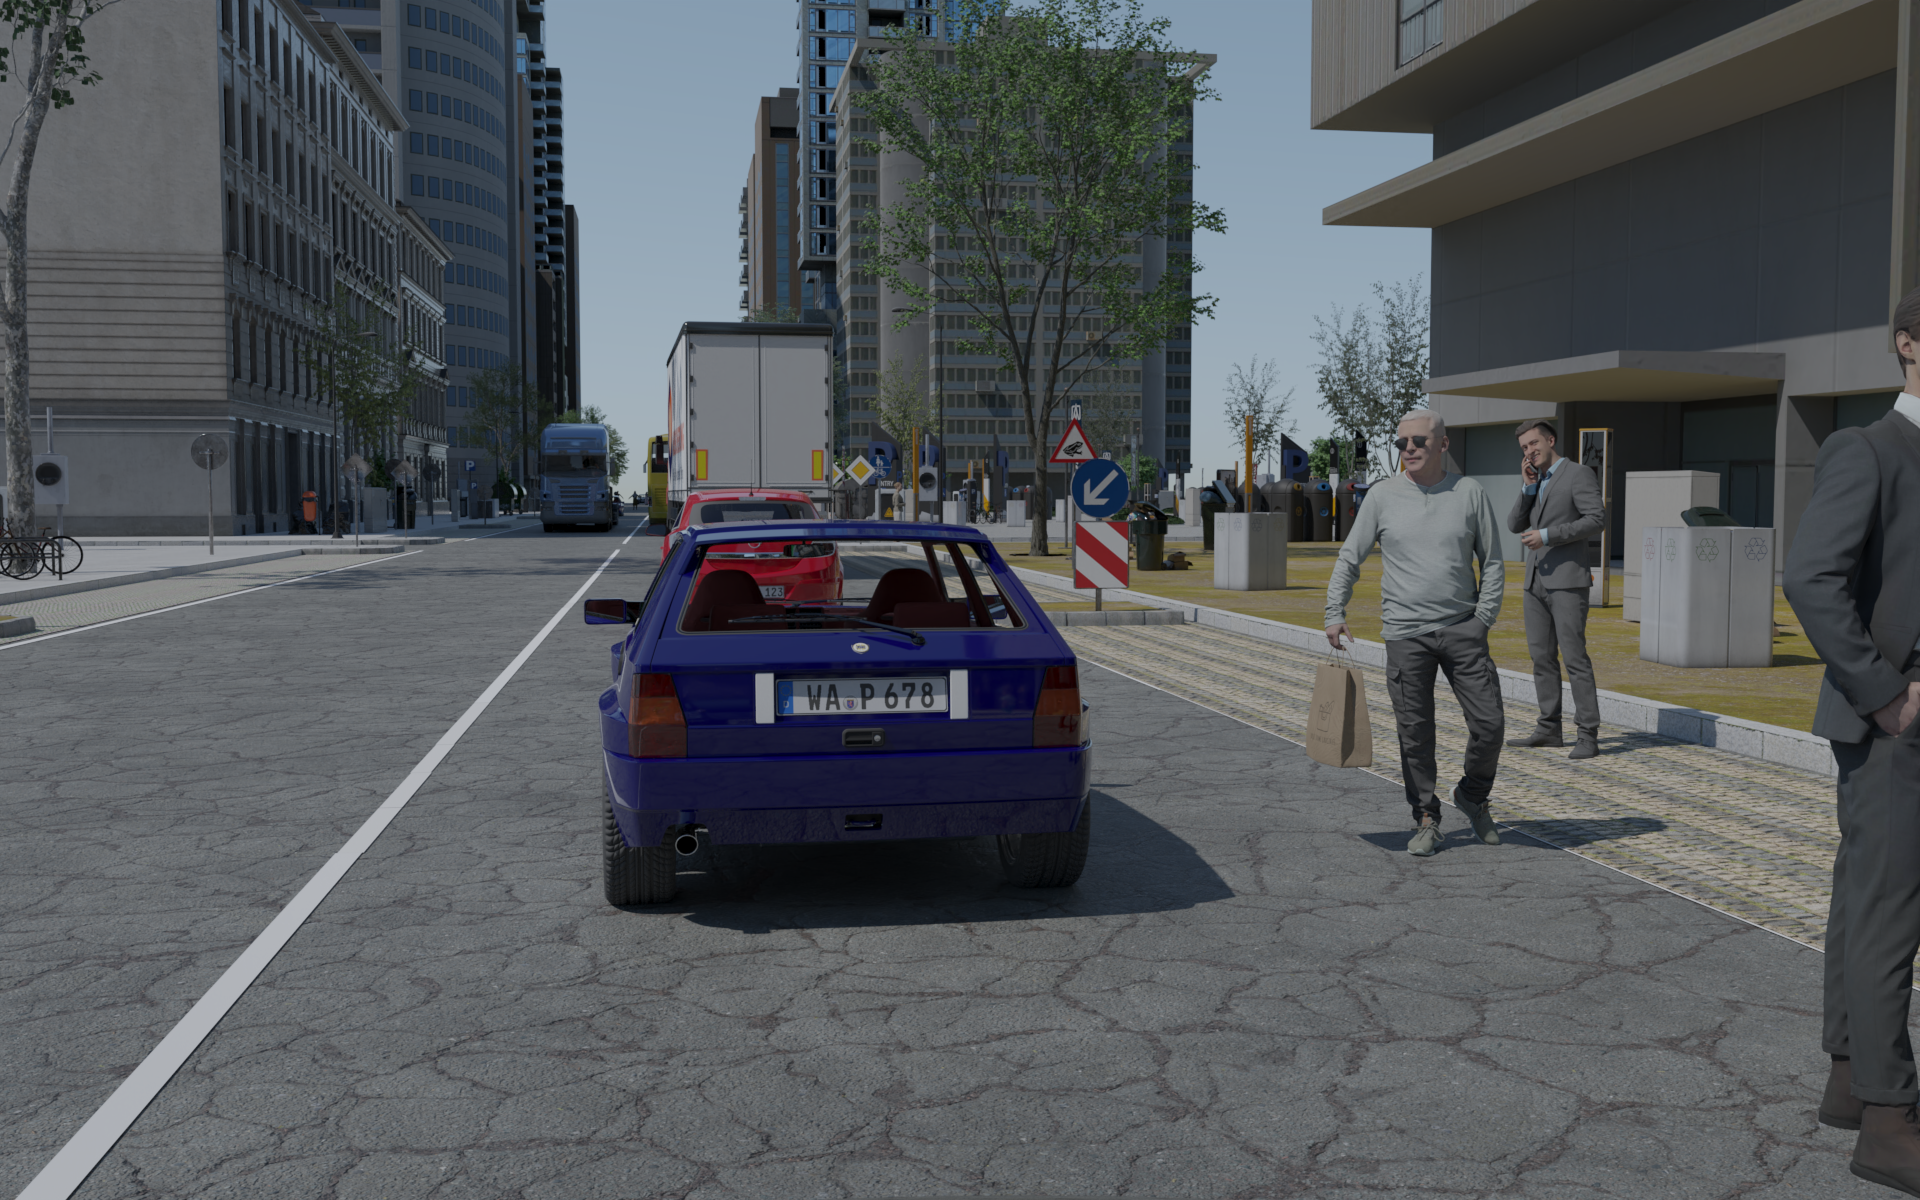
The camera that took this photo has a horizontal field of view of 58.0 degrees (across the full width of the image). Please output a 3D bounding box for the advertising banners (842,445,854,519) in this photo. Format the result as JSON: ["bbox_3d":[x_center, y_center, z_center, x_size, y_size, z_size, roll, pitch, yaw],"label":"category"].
[{"bbox_3d":[-4.118,-4.109,63.377,0.090,3.025,2.074,0,4,7],"label":"advertising banners"}]

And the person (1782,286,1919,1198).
[{"bbox_3d":[2.110,0.252,3.742,0.474,1.900,0.648,3,5,44],"label":"person"}]

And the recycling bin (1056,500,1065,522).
[{"bbox_3d":[4.827,-4.043,78.658,0.722,1.027,0.722,-2,4,-26],"label":"recycling bin"}]

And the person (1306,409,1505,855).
[{"bbox_3d":[1.797,0.123,6.969,0.782,1.767,0.515,1,4,11],"label":"person"}]

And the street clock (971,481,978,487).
[{"bbox_3d":[0.694,-5.380,92.541,0.471,2.002,0.358,-3,4,-36],"label":"street clock"}]

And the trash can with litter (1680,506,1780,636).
[{"bbox_3d":[6.835,-0.239,15.295,0.624,1.170,1.055,-1,4,-12],"label":"trash can with litter"}]

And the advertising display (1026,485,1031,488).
[{"bbox_3d":[4.865,-7.182,122.635,0.123,1.923,0.974,-1,4,-11],"label":"advertising display"}]

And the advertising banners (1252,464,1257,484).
[{"bbox_3d":[17.214,-6.225,97.961,0.090,3.025,2.074,-3,5,-41],"label":"advertising banners"}]

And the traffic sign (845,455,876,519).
[{"bbox_3d":[-2.533,-2.473,44.080,0.795,2.450,0.064,-1,4,-10],"label":"traffic sign"}]

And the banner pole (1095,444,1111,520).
[{"bbox_3d":[7.191,-5.913,86.701,0.863,3.779,0.401,1,4,20],"label":"banner pole"}]

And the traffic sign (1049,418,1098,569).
[{"bbox_3d":[1.943,-1.808,29.558,0.884,2.594,0.081,0,4,-7],"label":"traffic sign"}]

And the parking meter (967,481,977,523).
[{"bbox_3d":[0.543,-4.381,77.341,0.399,1.863,0.255,-2,4,-31],"label":"parking meter"}]

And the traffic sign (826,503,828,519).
[{"bbox_3d":[-5.658,-4.498,73.646,0.768,2.556,0.104,-1,4,-9],"label":"traffic sign"}]

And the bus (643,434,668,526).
[{"bbox_3d":[-11.209,-4.753,69.252,2.896,3.916,12.252,-1,4,-10],"label":"bus"}]

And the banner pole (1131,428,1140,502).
[{"bbox_3d":[6.598,-4.594,65.124,0.401,3.779,0.863,2,4,31],"label":"banner pole"}]

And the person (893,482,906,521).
[{"bbox_3d":[-1.684,-2.400,48.282,0.362,1.759,0.519,-1,4,-9],"label":"person"}]

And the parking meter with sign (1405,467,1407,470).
[{"bbox_3d":[27.399,-6.683,105.525,0.543,3.016,1.738,0,4,-7],"label":"parking meter with sign"}]

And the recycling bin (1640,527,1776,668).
[{"bbox_3d":[5.642,-0.033,13.095,0.722,1.027,0.722,0,4,-3],"label":"recycling bin"}]

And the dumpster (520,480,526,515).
[{"bbox_3d":[-28.061,-6.497,108.725,1.502,2.255,1.985,-1,4,-10],"label":"dumpster"}]

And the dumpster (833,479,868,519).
[{"bbox_3d":[-4.141,-3.699,66.235,1.264,1.857,1.865,-1,4,-10],"label":"dumpster"}]

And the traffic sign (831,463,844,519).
[{"bbox_3d":[-3.861,-2.955,51.954,0.795,2.450,0.064,-1,4,-10],"label":"traffic sign"}]

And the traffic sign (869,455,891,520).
[{"bbox_3d":[-2.617,-3.442,56.375,0.768,2.556,0.104,0,4,-7],"label":"traffic sign"}]

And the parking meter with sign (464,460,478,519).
[{"bbox_3d":[-24.907,-5.642,88.506,0.543,3.016,1.738,-2,4,-23],"label":"parking meter with sign"}]

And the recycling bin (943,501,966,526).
[{"bbox_3d":[-0.253,-2.919,60.278,0.722,1.027,0.722,2,4,26],"label":"recycling bin"}]

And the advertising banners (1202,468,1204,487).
[{"bbox_3d":[15.999,-7.293,115.432,0.090,3.025,2.074,1,4,22],"label":"advertising banners"}]

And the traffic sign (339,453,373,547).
[{"bbox_3d":[-14.660,-2.350,42.063,0.795,2.450,0.064,-1,4,-10],"label":"traffic sign"}]

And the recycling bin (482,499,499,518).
[{"bbox_3d":[-24.967,-4.865,92.089,0.722,1.027,0.722,0,4,2],"label":"recycling bin"}]

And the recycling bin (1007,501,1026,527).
[{"bbox_3d":[2.193,-3.363,67.542,0.722,1.027,0.722,0,4,2],"label":"recycling bin"}]

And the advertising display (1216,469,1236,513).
[{"bbox_3d":[6.924,-2.438,45.082,0.123,1.923,0.974,2,4,33],"label":"advertising display"}]

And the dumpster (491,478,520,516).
[{"bbox_3d":[-26.851,-6.070,101.732,1.502,2.255,1.985,-1,4,-10],"label":"dumpster"}]

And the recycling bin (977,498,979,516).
[{"bbox_3d":[0.691,-5.566,103.556,0.722,1.027,0.722,2,4,33],"label":"recycling bin"}]

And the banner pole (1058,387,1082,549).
[{"bbox_3d":[2.617,-3.086,40.467,0.401,3.779,0.863,-2,4,-30],"label":"banner pole"}]

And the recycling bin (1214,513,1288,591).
[{"bbox_3d":[3.904,-0.656,23.276,0.722,1.027,0.722,-2,4,-29],"label":"recycling bin"}]

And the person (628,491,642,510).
[{"bbox_3d":[-29.344,-8.999,156.361,1.217,1.736,0.721,0,4,-3],"label":"person"}]

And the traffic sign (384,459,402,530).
[{"bbox_3d":[-20.358,-3.812,62.431,0.768,2.556,0.104,0,3,0],"label":"traffic sign"}]

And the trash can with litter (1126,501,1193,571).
[{"bbox_3d":[3.369,-1.088,29.181,1.055,1.170,0.624,-2,4,-29],"label":"trash can with litter"}]

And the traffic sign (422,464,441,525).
[{"bbox_3d":[-22.114,-4.430,72.537,0.768,2.556,0.104,0,4,-5],"label":"traffic sign"}]

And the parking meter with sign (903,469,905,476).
[{"bbox_3d":[-4.258,-7.573,120.076,0.543,3.016,1.738,1,4,12],"label":"parking meter with sign"}]

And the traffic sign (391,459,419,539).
[{"bbox_3d":[-15.988,-2.831,49.937,0.795,2.450,0.064,-1,4,-10],"label":"traffic sign"}]

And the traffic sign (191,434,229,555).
[{"bbox_3d":[-15.807,-2.227,36.510,0.768,2.556,0.104,0,4,-5],"label":"traffic sign"}]

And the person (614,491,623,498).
[{"bbox_3d":[-32.281,-9.434,163.266,1.217,1.766,0.721,1,4,8],"label":"person"}]

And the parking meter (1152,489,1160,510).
[{"bbox_3d":[9.244,-4.486,81.762,0.372,1.533,0.369,0,3,0],"label":"parking meter"}]

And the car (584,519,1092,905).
[{"bbox_3d":[-0.648,0.311,7.498,1.945,1.354,3.894,-1,4,-10],"label":"car"}]

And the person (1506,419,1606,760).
[{"bbox_3d":[3.258,-0.076,9.549,0.447,1.846,0.655,-1,4,-21],"label":"person"}]

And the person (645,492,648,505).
[{"bbox_3d":[-40.361,-13.088,223.158,0.621,1.740,0.551,-2,4,-25],"label":"person"}]

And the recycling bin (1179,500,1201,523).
[{"bbox_3d":[10.152,-3.909,76.472,0.722,1.027,0.722,3,5,42],"label":"recycling bin"}]

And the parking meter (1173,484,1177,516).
[{"bbox_3d":[12.602,-5.825,100.950,0.255,1.863,0.399,1,4,21],"label":"parking meter"}]

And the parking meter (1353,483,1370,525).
[{"bbox_3d":[9.460,-1.982,40.811,0.372,1.533,0.369,0,3,0],"label":"parking meter"}]

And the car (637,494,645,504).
[{"bbox_3d":[-44.029,-14.130,240.811,2.009,1.686,4.222,-1,4,-9],"label":"car"}]

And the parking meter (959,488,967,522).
[{"bbox_3d":[0.135,-4.270,78.231,0.372,1.533,0.369,0,3,0],"label":"parking meter"}]
